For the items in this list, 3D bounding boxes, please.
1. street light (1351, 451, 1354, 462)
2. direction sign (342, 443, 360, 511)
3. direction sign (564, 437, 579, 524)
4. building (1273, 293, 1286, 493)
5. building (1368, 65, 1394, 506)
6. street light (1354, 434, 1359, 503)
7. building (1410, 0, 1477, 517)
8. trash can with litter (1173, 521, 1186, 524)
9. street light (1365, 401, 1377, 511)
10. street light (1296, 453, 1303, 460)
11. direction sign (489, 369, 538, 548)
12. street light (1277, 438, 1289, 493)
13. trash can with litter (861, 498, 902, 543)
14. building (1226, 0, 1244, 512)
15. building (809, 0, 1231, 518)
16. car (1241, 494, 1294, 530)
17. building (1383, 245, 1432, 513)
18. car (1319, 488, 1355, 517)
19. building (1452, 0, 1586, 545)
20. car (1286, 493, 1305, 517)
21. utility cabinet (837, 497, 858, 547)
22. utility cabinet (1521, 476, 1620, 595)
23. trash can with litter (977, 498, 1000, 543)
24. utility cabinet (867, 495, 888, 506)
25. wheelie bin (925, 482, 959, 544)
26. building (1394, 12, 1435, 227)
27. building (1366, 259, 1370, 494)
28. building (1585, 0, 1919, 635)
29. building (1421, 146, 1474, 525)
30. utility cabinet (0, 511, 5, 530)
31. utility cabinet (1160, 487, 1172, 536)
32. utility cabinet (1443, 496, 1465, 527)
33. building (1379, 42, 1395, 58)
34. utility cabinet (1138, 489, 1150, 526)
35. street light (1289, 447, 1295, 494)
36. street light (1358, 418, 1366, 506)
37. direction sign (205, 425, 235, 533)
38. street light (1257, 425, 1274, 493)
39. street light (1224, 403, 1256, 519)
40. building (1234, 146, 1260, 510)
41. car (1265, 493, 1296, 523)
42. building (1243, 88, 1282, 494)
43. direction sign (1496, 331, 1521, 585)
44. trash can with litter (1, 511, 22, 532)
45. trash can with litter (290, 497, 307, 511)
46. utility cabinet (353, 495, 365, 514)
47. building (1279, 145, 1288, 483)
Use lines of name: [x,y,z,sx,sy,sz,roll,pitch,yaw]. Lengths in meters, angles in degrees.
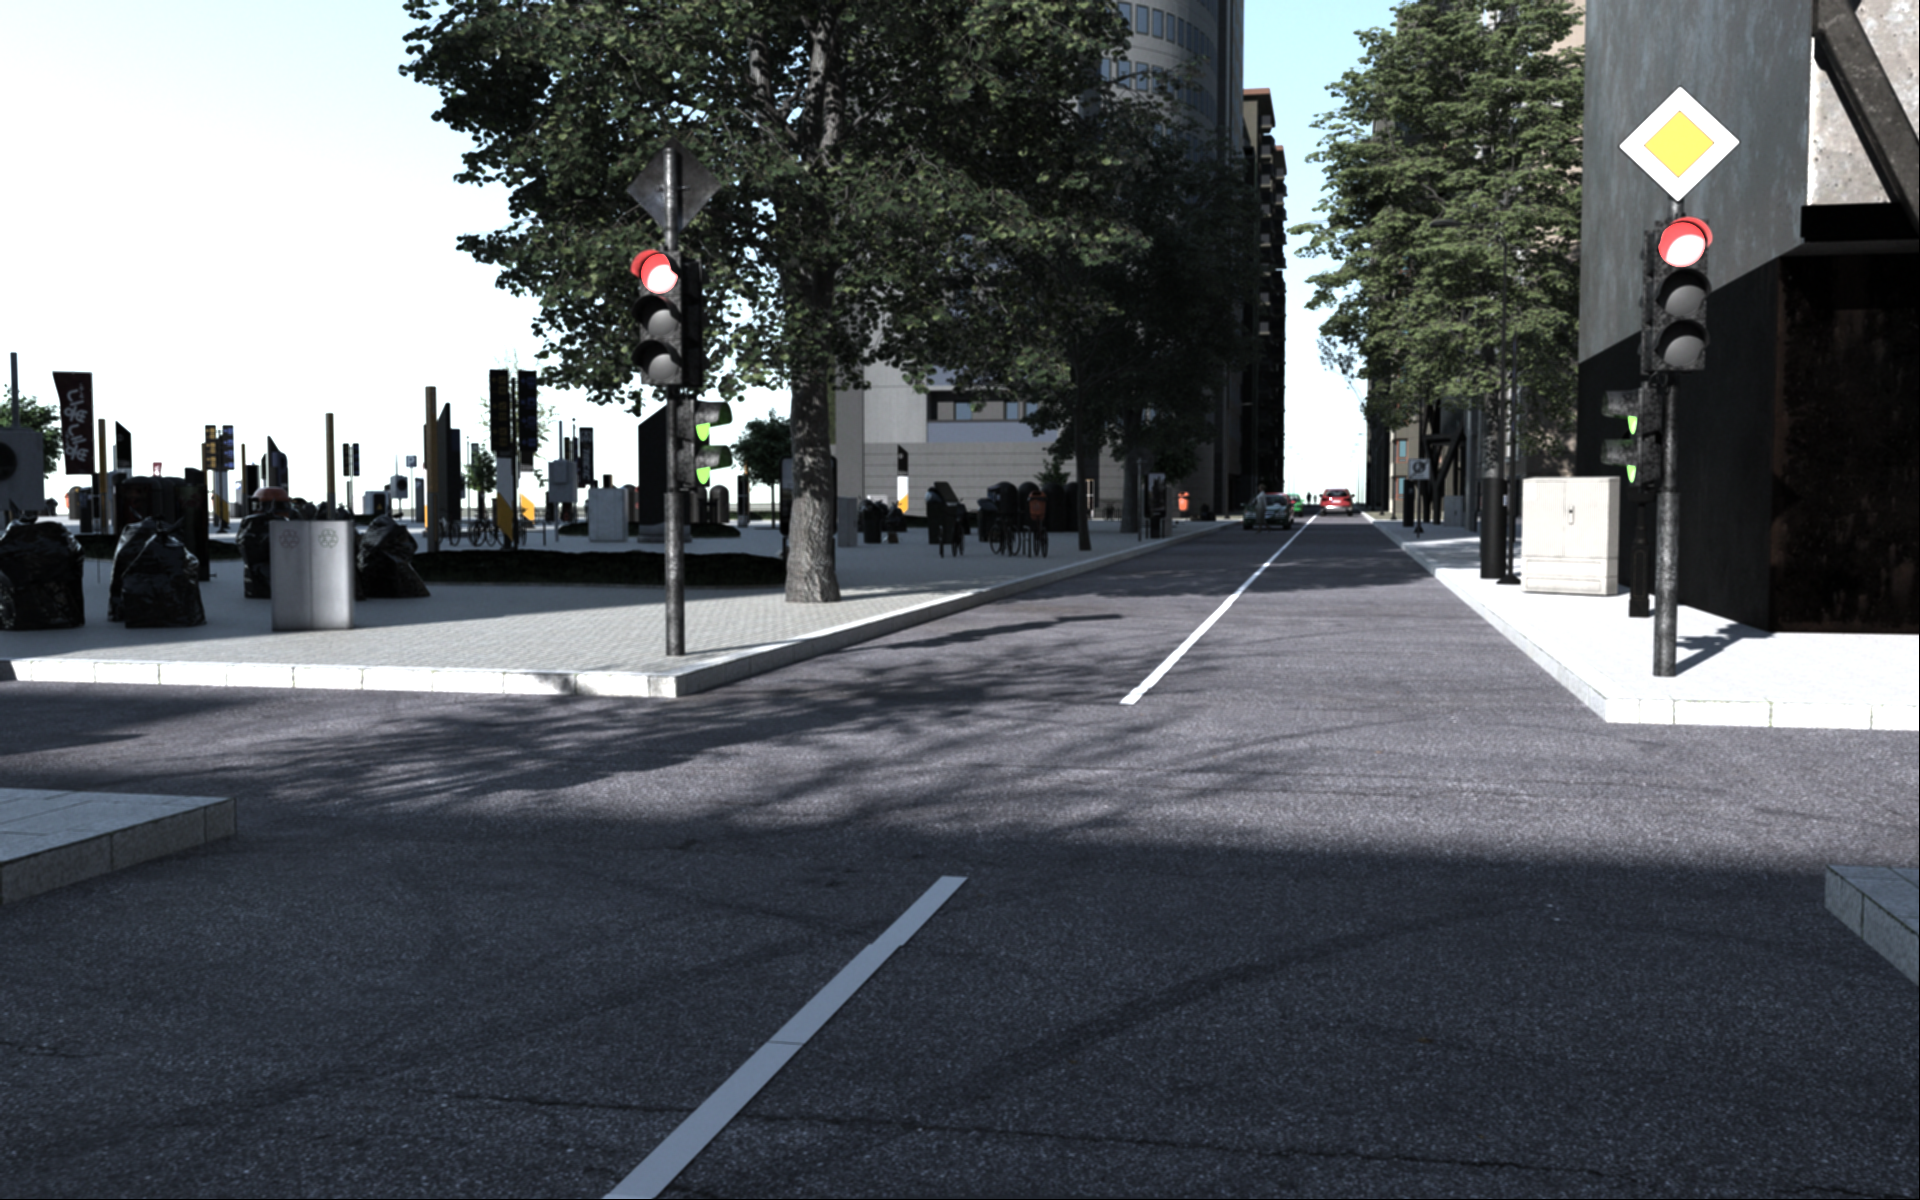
street light: [37.160,-11.488,160.363,1.470,5.913,1.316,1,4,12]
direction sign: [-27.000,-5.191,76.865,0.876,3.537,0.379,1,4,19]
direction sign: [-15.423,-4.697,68.790,0.379,3.537,0.876,2,4,24]
building: [36.828,-28.365,235.462,14.160,30.474,14.107,1,4,12]
building: [55.151,-34.391,185.988,21.300,48.544,21.600,1,4,12]
street light: [31.143,-9.800,132.765,1.470,5.913,1.316,1,4,12]
building: [37.369,-27.135,98.275,22.147,44.769,28.867,1,4,12]
trash can with litter: [8.692,-3.855,74.091,2.233,1.210,1.678,-1,4,-14]
street light: [20.779,-6.880,85.027,1.470,5.913,1.316,1,4,12]
street light: [38.145,-13.784,197.901,1.470,5.913,1.316,1,4,12]
direction sign: [-8.143,-2.426,31.666,0.876,3.537,0.379,-2,4,-33]
street light: [26.437,-10.520,144.542,1.470,5.913,1.316,1,4,12]
trash can with litter: [-2.053,-2.072,45.265,1.055,1.170,0.624,-1,4,-9]
building: [12.899,-29.006,124.359,14.600,45.320,14.200,1,4,12]
building: [4.651,-34.324,103.194,21.231,58.520,28.212,1,4,12]
car: [12.507,-3.583,70.381,2.131,1.459,4.920,1,4,12]
building: [45.823,-17.280,127.572,27.650,21.520,28.899,1,4,12]
car: [24.354,-6.316,111.947,2.281,1.827,5.304,1,4,13]
building: [22.180,-16.188,50.584,13.634,28.700,20.117,1,4,12]
car: [20.468,-6.058,107.851,1.959,1.807,4.718,1,4,11]
utility cabinet: [-2.744,-1.908,42.361,0.306,1.237,1.020,1,4,9]
utility cabinet: [7.766,-0.820,22.082,0.318,1.500,1.173,-3,5,-42]
trash can with litter: [0.869,-2.131,46.223,0.624,1.170,1.055,-2,4,-25]
utility cabinet: [-4.094,-4.586,86.149,1.020,1.237,0.306,-2,4,-33]
wheelie bin: [-0.499,-2.238,44.499,0.693,1.594,0.980,2,4,32]
building: [44.400,-28.479,149.232,14.154,41.232,14.086,1,4,12]
building: [55.480,-26.524,205.361,14.160,30.474,14.107,1,4,12]
building: [16.755,-9.253,18.745,16.811,18.784,16.820,1,4,12]
building: [28.489,-12.662,74.474,16.820,18.784,16.811,1,4,12]
utility cabinet: [-34.120,-3.106,61.938,0.306,1.237,1.020,1,4,15]
utility cabinet: [6.098,-2.658,52.132,0.318,1.500,1.173,1,4,20]
utility cabinet: [19.346,-3.457,67.678,0.306,1.237,1.020,-2,4,-26]
building: [64.516,-41.722,224.158,21.231,58.520,28.212,1,4,12]
utility cabinet: [7.757,-3.725,69.587,1.173,1.500,0.318,2,4,25]
street light: [31.939,-12.072,169.919,1.470,5.913,1.316,1,4,12]
street light: [25.138,-8.118,105.277,1.470,5.913,1.316,1,4,12]
direction sign: [-24.173,-3.952,56.616,0.876,3.537,0.379,-1,4,-14]
street light: [20.337,-8.791,116.275,1.470,5.913,1.316,1,4,12]
street light: [14.230,-7.095,88.544,1.470,5.913,1.316,1,4,12]
building: [19.007,-23.336,153.242,14.160,30.474,14.107,1,4,12]
car: [15.219,-4.583,83.966,2.155,1.783,4.494,1,4,14]
building: [22.296,-32.499,185.978,22.147,44.769,28.867,1,4,12]
direction sign: [7.846,-1.994,24.593,0.379,3.537,0.876,1,4,15]
trash can with litter: [-30.942,-2.734,56.082,1.055,1.170,0.624,-2,4,-28]
trash can with litter: [-22.985,-2.996,60.376,0.624,1.170,1.055,0,4,-3]
utility cabinet: [-32.638,-5.070,94.061,1.020,1.237,0.306,2,4,35]
building: [29.020,-34.260,214.771,22.147,44.769,28.867,1,4,12]
